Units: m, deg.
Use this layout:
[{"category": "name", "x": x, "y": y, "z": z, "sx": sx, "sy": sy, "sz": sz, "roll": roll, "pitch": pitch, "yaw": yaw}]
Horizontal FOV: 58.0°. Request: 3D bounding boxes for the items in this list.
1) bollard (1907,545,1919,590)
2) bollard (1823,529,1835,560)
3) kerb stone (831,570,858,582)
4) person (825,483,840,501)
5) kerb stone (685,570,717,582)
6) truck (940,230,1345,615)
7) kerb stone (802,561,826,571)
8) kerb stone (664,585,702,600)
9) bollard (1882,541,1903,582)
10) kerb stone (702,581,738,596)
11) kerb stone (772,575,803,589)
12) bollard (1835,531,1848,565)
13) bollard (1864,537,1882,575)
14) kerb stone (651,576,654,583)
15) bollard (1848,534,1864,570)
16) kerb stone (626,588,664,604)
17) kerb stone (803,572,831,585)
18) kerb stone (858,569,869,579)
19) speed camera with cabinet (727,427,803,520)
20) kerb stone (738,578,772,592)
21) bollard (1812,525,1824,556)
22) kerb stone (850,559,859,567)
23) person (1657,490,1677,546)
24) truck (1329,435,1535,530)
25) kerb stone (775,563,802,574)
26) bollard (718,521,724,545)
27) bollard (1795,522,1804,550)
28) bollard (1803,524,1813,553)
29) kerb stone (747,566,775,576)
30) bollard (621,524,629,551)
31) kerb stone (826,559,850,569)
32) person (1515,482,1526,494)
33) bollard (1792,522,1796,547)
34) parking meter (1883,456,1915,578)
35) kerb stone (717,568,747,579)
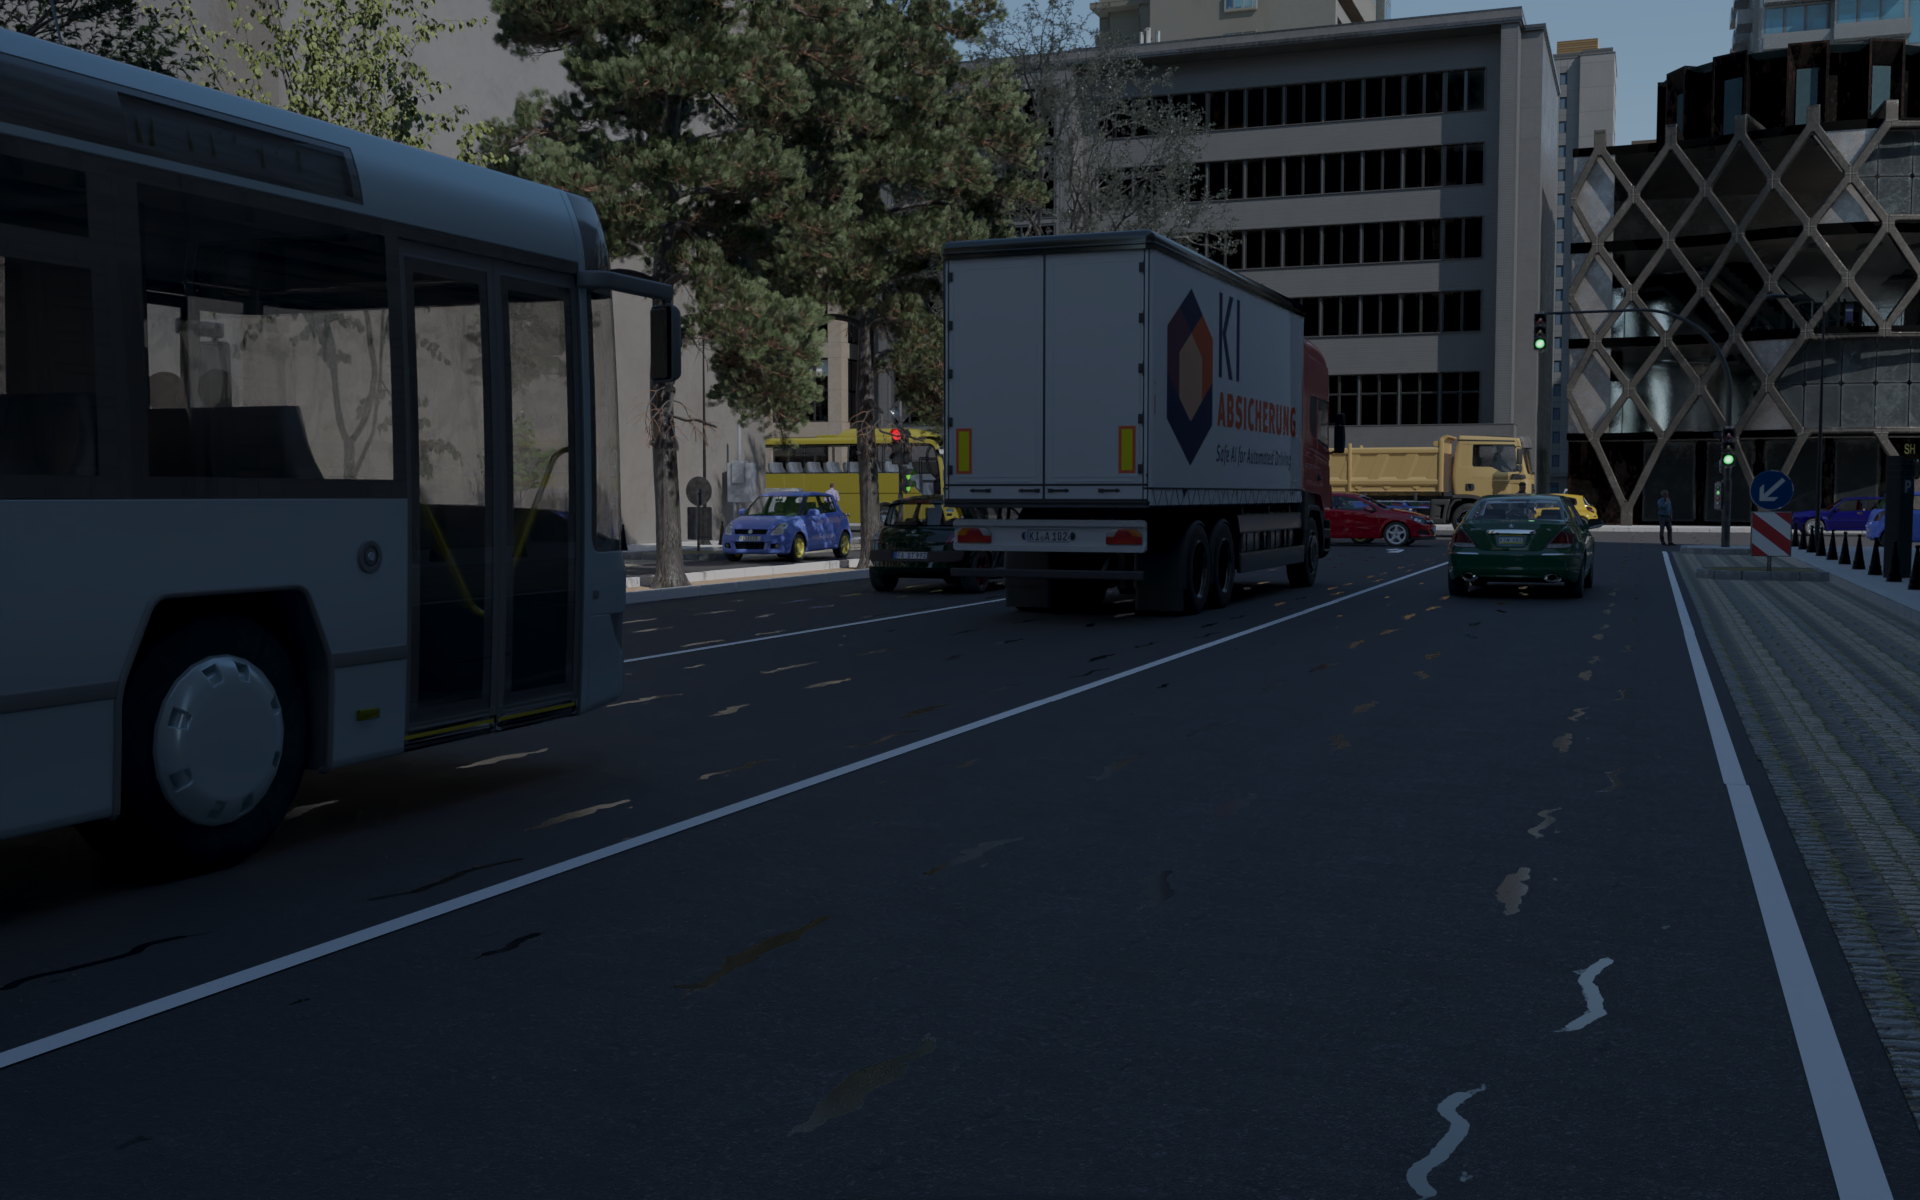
[{"category": "bollard", "x": 12.820, "y": -0.438, "z": 23.195, "sx": 0.229, "sy": 0.601, "sz": 0.229, "roll": 0, "pitch": 3, "yaw": 0}, {"category": "bollard", "x": 16.996, "y": -1.082, "z": 33.729, "sx": 0.229, "sy": 0.601, "sz": 0.229, "roll": 0, "pitch": 3, "yaw": 0}, {"category": "kerb stone", "x": -1.986, "y": -0.391, "z": 28.583, "sx": 0.120, "sy": 0.150, "sz": 1.000, "roll": 1, "pitch": 4, "yaw": 22}, {"category": "person", "x": -4.660, "y": -3.386, "z": 63.736, "sx": 0.709, "sy": 1.838, "sz": 0.599, "roll": 1, "pitch": 4, "yaw": 14}, {"category": "kerb stone", "x": -4.322, "y": -0.374, "z": 28.379, "sx": 0.120, "sy": 0.150, "sz": 1.000, "roll": 1, "pitch": 4, "yaw": 22}, {"category": "truck", "x": 3.073, "y": -2.146, "z": 23.993, "sx": 2.839, "sy": 4.237, "sz": 11.283, "roll": 1, "pitch": 4, "yaw": 23}, {"category": "kerb stone", "x": -2.808, "y": -0.613, "z": 32.216, "sx": 0.120, "sy": 0.150, "sz": 1.000, "roll": 1, "pitch": 4, "yaw": 22}, {"category": "kerb stone", "x": -3.887, "y": -0.099, "z": 23.812, "sx": 0.120, "sy": 0.150, "sz": 1.000, "roll": 1, "pitch": 4, "yaw": 22}, {"category": "bollard", "x": 13.654, "y": -0.566, "z": 25.300, "sx": 0.229, "sy": 0.601, "sz": 0.229, "roll": 0, "pitch": 3, "yaw": 0}, {"category": "kerb stone", "x": -3.506, "y": -0.157, "z": 24.767, "sx": 0.120, "sy": 0.150, "sz": 1.000, "roll": 1, "pitch": 4, "yaw": 22}, {"category": "kerb stone", "x": -2.740, "y": -0.272, "z": 26.676, "sx": 0.120, "sy": 0.150, "sz": 1.000, "roll": 1, "pitch": 4, "yaw": 22}, {"category": "bollard", "x": 16.165, "y": -0.953, "z": 31.629, "sx": 0.229, "sy": 0.601, "sz": 0.229, "roll": 0, "pitch": 3, "yaw": 0}, {"category": "bollard", "x": 14.499, "y": -0.696, "z": 27.422, "sx": 0.229, "sy": 0.601, "sz": 0.229, "roll": 0, "pitch": 3, "yaw": 0}, {"category": "kerb stone", "x": -4.706, "y": -0.319, "z": 27.425, "sx": 0.120, "sy": 0.150, "sz": 1.000, "roll": 1, "pitch": 4, "yaw": 22}, {"category": "bollard", "x": 15.329, "y": -0.825, "z": 29.524, "sx": 0.229, "sy": 0.601, "sz": 0.229, "roll": 0, "pitch": 3, "yaw": 0}, {"category": "kerb stone", "x": -4.257, "y": -0.040, "z": 22.852, "sx": 0.120, "sy": 0.150, "sz": 1.000, "roll": 1, "pitch": 4, "yaw": 22}, {"category": "kerb stone", "x": -2.366, "y": -0.330, "z": 27.631, "sx": 0.120, "sy": 0.150, "sz": 1.000, "roll": 1, "pitch": 4, "yaw": 22}, {"category": "kerb stone", "x": -1.609, "y": -0.449, "z": 29.539, "sx": 0.120, "sy": 0.150, "sz": 1.000, "roll": 1, "pitch": 4, "yaw": 22}, {"category": "speed camera with cabinet", "x": -5.410, "y": -3.291, "z": 48.140, "sx": 2.038, "sy": 3.252, "sz": 0.660, "roll": 1, "pitch": 4, "yaw": 12}, {"category": "kerb stone", "x": -3.126, "y": -0.216, "z": 25.725, "sx": 0.120, "sy": 0.150, "sz": 1.000, "roll": 1, "pitch": 4, "yaw": 22}, {"category": "bollard", "x": 17.823, "y": -1.210, "z": 35.830, "sx": 0.229, "sy": 0.601, "sz": 0.229, "roll": 0, "pitch": 3, "yaw": 0}, {"category": "kerb stone", "x": -2.048, "y": -0.729, "z": 34.123, "sx": 0.120, "sy": 0.150, "sz": 1.000, "roll": 1, "pitch": 4, "yaw": 22}, {"category": "person", "x": 19.387, "y": -2.253, "z": 47.544, "sx": 0.499, "sy": 1.552, "sz": 0.429, "roll": 0, "pitch": 4, "yaw": 3}, {"category": "truck", "x": 15.150, "y": -3.826, "z": 58.485, "sx": 9.791, "sy": 3.379, "sz": 3.469, "roll": 1, "pitch": 4, "yaw": 22}, {"category": "kerb stone", "x": -3.180, "y": -0.546, "z": 31.261, "sx": 0.120, "sy": 0.150, "sz": 1.000, "roll": 1, "pitch": 4, "yaw": 22}, {"category": "bollard", "x": -5.968, "y": -1.678, "z": 43.475, "sx": 0.229, "sy": 0.601, "sz": 0.229, "roll": 0, "pitch": 3, "yaw": 0}, {"category": "bollard", "x": 19.495, "y": -1.467, "z": 40.029, "sx": 0.229, "sy": 0.601, "sz": 0.229, "roll": 0, "pitch": 3, "yaw": 0}, {"category": "bollard", "x": 18.658, "y": -1.339, "z": 37.930, "sx": 0.229, "sy": 0.601, "sz": 0.229, "roll": 0, "pitch": 3, "yaw": 0}, {"category": "kerb stone", "x": -3.572, "y": -0.496, "z": 30.300, "sx": 0.120, "sy": 0.150, "sz": 1.000, "roll": 1, "pitch": 4, "yaw": 22}, {"category": "bollard", "x": -7.635, "y": -1.421, "z": 39.274, "sx": 0.229, "sy": 0.601, "sz": 0.229, "roll": 0, "pitch": 3, "yaw": 0}, {"category": "kerb stone", "x": -2.433, "y": -0.671, "z": 33.172, "sx": 0.120, "sy": 0.150, "sz": 1.000, "roll": 1, "pitch": 4, "yaw": 22}, {"category": "person", "x": 16.199, "y": -2.515, "z": 49.970, "sx": 0.721, "sy": 1.781, "sz": 0.623, "roll": 3, "pitch": 5, "yaw": 43}, {"category": "bollard", "x": 20.327, "y": -1.596, "z": 42.129, "sx": 0.229, "sy": 0.601, "sz": 0.229, "roll": 0, "pitch": 3, "yaw": 0}, {"category": "parking meter", "x": 14.371, "y": -1.272, "z": 26.503, "sx": 0.399, "sy": 1.863, "sz": 0.255, "roll": -2, "pitch": 4, "yaw": -31}, {"category": "kerb stone", "x": -3.946, "y": -0.437, "z": 29.345, "sx": 0.120, "sy": 0.150, "sz": 1.000, "roll": 1, "pitch": 4, "yaw": 22}]
